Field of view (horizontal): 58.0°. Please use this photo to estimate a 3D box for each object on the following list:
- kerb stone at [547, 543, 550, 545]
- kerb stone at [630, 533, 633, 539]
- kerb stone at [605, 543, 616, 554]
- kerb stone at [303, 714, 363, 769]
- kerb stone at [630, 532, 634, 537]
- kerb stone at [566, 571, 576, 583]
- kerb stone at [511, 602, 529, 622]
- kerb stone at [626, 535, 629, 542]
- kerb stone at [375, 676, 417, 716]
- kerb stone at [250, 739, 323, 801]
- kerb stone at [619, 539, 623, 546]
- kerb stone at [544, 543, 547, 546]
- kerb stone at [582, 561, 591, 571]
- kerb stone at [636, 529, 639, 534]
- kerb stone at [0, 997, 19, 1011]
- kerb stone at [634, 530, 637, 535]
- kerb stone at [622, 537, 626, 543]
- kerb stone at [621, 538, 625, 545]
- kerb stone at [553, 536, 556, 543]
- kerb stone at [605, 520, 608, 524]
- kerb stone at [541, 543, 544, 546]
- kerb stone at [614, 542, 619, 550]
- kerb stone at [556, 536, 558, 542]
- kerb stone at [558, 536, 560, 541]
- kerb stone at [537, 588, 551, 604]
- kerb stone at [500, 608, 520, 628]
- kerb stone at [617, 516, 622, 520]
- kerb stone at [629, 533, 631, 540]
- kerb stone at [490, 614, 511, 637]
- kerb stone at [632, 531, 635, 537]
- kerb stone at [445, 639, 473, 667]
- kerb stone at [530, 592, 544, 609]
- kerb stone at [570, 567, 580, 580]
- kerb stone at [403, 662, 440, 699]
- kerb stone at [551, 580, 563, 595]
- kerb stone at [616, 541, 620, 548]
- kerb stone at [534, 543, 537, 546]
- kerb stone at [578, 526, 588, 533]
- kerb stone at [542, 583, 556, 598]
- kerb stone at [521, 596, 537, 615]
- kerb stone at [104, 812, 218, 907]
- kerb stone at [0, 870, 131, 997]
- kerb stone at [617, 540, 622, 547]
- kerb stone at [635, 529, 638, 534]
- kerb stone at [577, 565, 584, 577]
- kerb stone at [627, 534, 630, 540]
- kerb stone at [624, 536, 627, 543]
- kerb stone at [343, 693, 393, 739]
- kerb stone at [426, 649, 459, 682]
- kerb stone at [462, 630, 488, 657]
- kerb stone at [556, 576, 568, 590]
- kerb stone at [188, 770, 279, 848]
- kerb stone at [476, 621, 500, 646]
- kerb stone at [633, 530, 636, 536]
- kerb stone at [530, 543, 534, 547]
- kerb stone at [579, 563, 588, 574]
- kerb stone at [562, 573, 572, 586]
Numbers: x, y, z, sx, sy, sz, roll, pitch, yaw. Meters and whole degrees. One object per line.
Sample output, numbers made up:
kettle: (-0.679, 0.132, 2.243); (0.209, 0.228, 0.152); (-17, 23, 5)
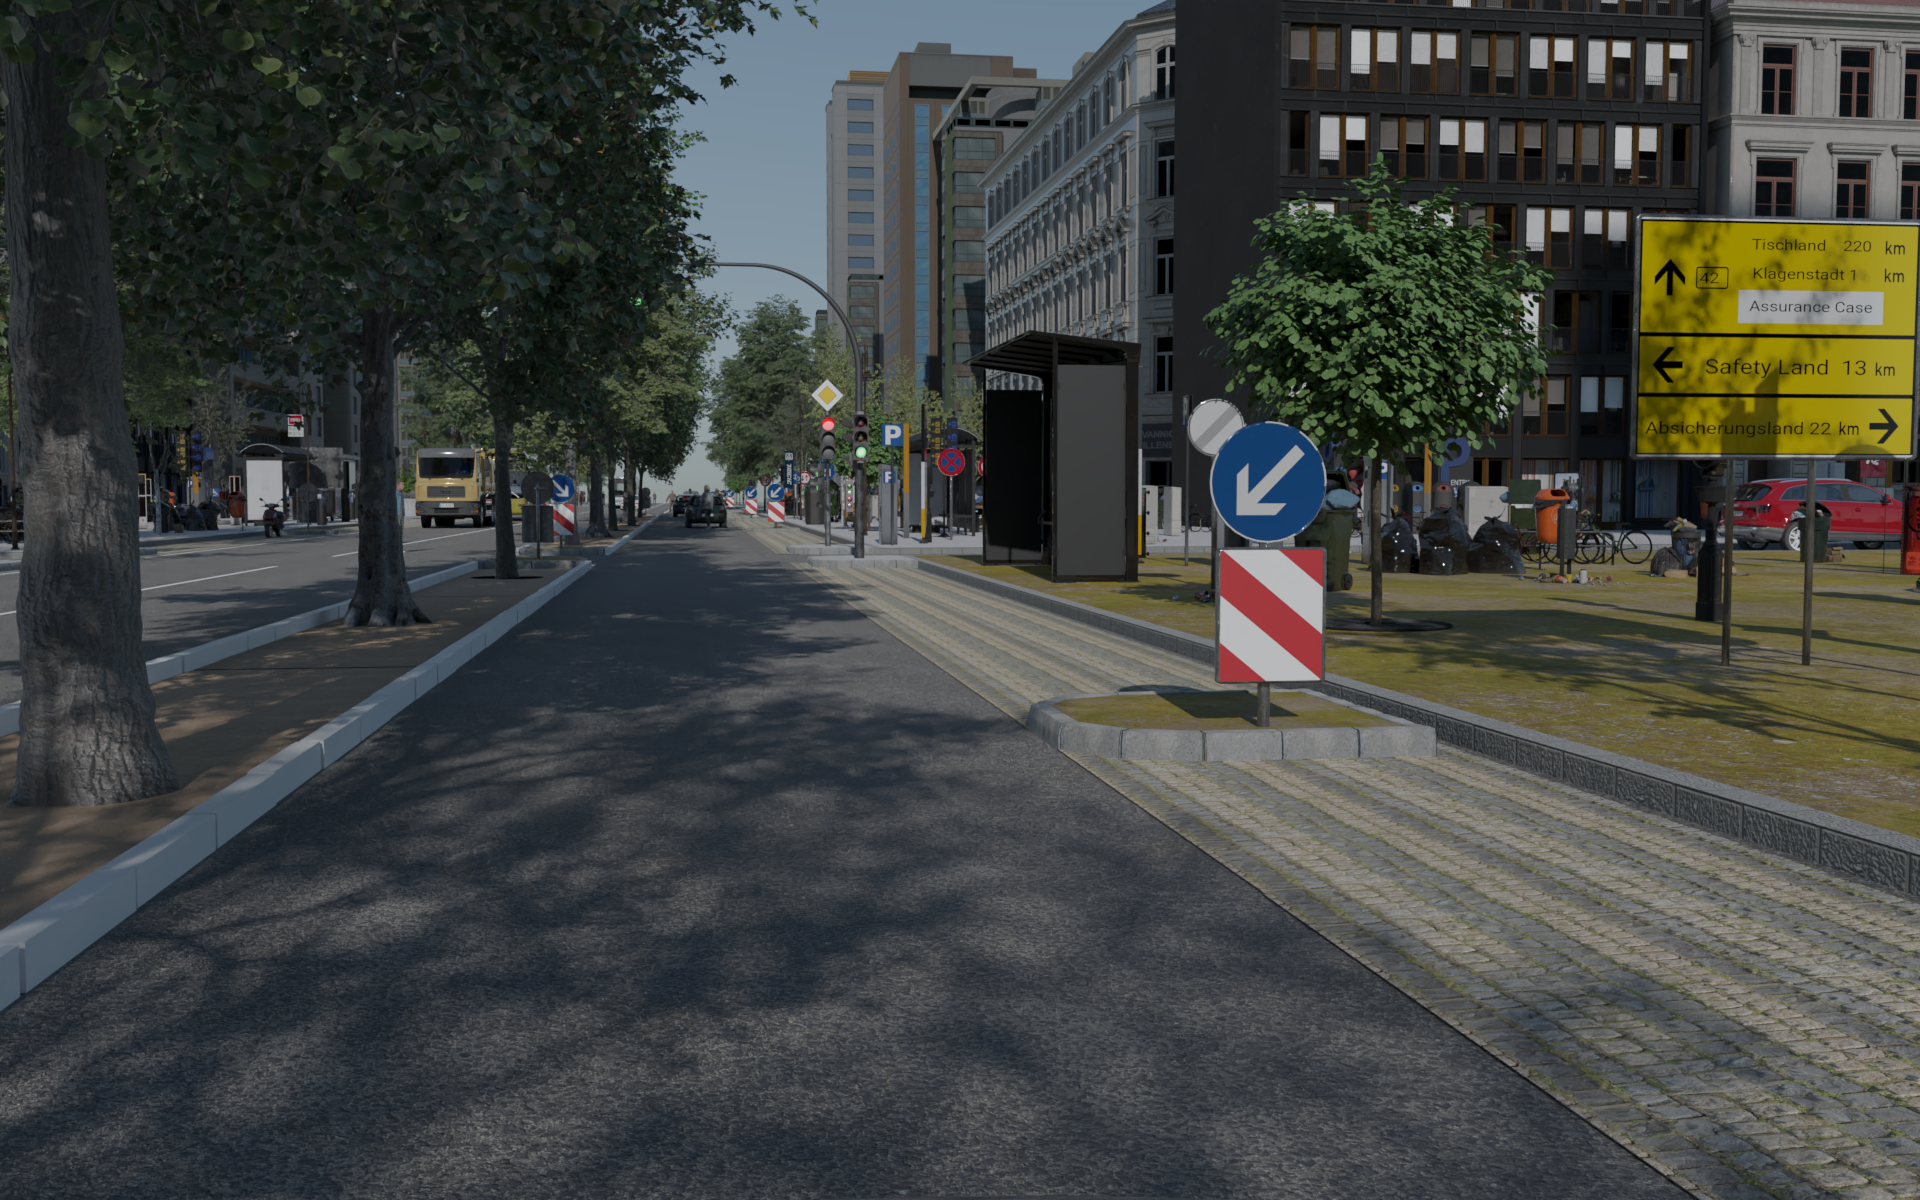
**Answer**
kerb stone: (-11.583, -1.588, 48.189); (0.120, 0.150, 1.000); (-1, 4, -9)
kerb stone: (-10.296, -1.920, 53.659); (0.120, 0.150, 1.000); (-1, 4, -9)
kerb stone: (-8.581, -1.243, 42.525); (0.120, 0.150, 1.000); (-1, 4, -9)
kerb stone: (-3.449, 0.776, 9.507); (0.120, 0.150, 1.000); (-1, 4, -9)
kerb stone: (-10.460, -1.983, 54.671); (0.120, 0.150, 1.000); (-1, 4, -9)
kerb stone: (-6.287, -0.332, 27.756); (0.120, 0.150, 1.000); (-1, 4, -9)
kerb stone: (-5.028, 0.159, 19.662); (0.120, 0.150, 1.000); (-1, 4, -9)
kerb stone: (-9.825, -1.737, 50.617); (0.120, 0.150, 1.000); (-1, 4, -9)
kerb stone: (-3.772, 0.654, 11.533); (0.120, 0.150, 1.000); (-1, 4, -9)
kerb stone: (-3.303, 0.838, 8.490); (0.120, 0.150, 1.000); (-1, 4, -9)
kerb stone: (-9.207, -1.491, 46.567); (0.120, 0.150, 1.000); (-1, 4, -9)
kerb stone: (-11.423, -1.528, 47.180); (0.120, 0.150, 1.000); (-1, 4, -9)
kerb stone: (-6.917, -0.584, 31.807); (0.120, 0.150, 1.000); (-1, 4, -9)
kerb stone: (-11.237, -2.295, 59.721); (0.120, 0.150, 1.000); (-1, 4, -9)
kerb stone: (-2.663, 1.088, 4.432); (0.120, 0.150, 1.000); (-1, 4, -9)
kerb stone: (-10.933, -2.172, 57.700); (0.120, 0.150, 1.000); (-1, 4, -9)
kerb stone: (-9.517, -1.615, 48.593); (0.120, 0.150, 1.000); (-1, 4, -9)
kerb stone: (-9.359, -1.552, 47.578); (0.120, 0.150, 1.000); (-1, 4, -9)
kerb stone: (-11.890, -1.709, 50.213); (0.120, 0.150, 1.000); (-1, 4, -9)
kerb stone: (-17.560, -3.945, 86.699); (0.120, 0.150, 1.000); (-1, 4, -9)
kerb stone: (-11.267, -1.466, 46.168); (0.120, 0.150, 1.000); (-1, 4, -9)
kerb stone: (-8.727, -1.305, 43.537); (0.120, 0.150, 1.000); (-1, 4, -9)
kerb stone: (-12.053, -1.776, 51.233); (0.120, 0.150, 1.000); (-1, 4, -9)
kerb stone: (-12.210, -1.833, 52.246); (0.120, 0.150, 1.000); (-1, 4, -9)
kerb stone: (-5.500, -0.024, 22.699); (0.120, 0.150, 1.000); (-1, 4, -9)
kerb stone: (-4.881, 0.217, 18.647); (0.120, 0.150, 1.000); (-1, 4, -9)
kerb stone: (-19.758, -4.812, 100.889); (0.120, 0.150, 1.000); (-1, 4, -9)
kerb stone: (-10.145, -1.861, 52.647); (0.120, 0.150, 1.000); (-1, 4, -9)
kerb stone: (-4.713, 0.279, 17.635); (0.120, 0.150, 1.000); (-1, 4, -9)
kerb stone: (-10.614, -2.048, 55.681); (0.120, 0.150, 1.000); (-1, 4, -9)
kerb stone: (-4.244, 0.466, 14.581); (0.120, 0.150, 1.000); (-1, 4, -9)
kerb stone: (-5.339, 0.031, 21.687); (0.120, 0.150, 1.000); (-1, 4, -9)
kerb stone: (-6.444, -0.402, 28.766); (0.120, 0.150, 1.000); (-1, 4, -9)
kerb stone: (-3.925, 0.590, 12.551); (0.120, 0.150, 1.000); (-1, 4, -9)
kerb stone: (-5.806, -0.155, 24.725); (0.120, 0.150, 1.000); (-1, 4, -9)
kerb stone: (-8.889, -1.367, 44.546); (0.120, 0.150, 1.000); (-1, 4, -9)
kerb stone: (-10.947, -1.340, 44.147); (0.120, 0.150, 1.000); (-1, 4, -9)
kerb stone: (-14.257, -2.644, 65.430); (0.120, 0.150, 1.000); (-1, 4, -9)
kerb stone: (-5.662, -0.093, 23.713); (0.120, 0.150, 1.000); (-1, 4, -9)
kerb stone: (-5.181, 0.093, 20.675); (0.120, 0.150, 1.000); (-1, 4, -9)
kerb stone: (-2.980, 0.968, 6.470); (0.120, 0.150, 1.000); (-1, 4, -9)
kerb stone: (-2.818, 1.027, 5.455); (0.120, 0.150, 1.000); (-1, 4, -9)
kerb stone: (-9.041, -1.428, 45.557); (0.120, 0.150, 1.000); (-1, 4, -9)
kerb stone: (-11.085, -2.233, 58.711); (0.120, 0.150, 1.000); (-1, 4, -9)
kerb stone: (-6.596, -0.464, 29.784); (0.120, 0.150, 1.000); (-1, 4, -9)
kerb stone: (-9.991, -1.801, 51.635); (0.120, 0.150, 1.000); (-1, 4, -9)
kerb stone: (-9.680, -1.673, 49.602); (0.120, 0.150, 1.000); (-1, 4, -9)
kerb stone: (-3.608, 0.716, 10.524); (0.120, 0.150, 1.000); (-1, 4, -9)
kerb stone: (-4.076, 0.528, 13.567); (0.120, 0.150, 1.000); (-1, 4, -9)
kerb stone: (-4.400, 0.406, 15.601); (0.120, 0.150, 1.000); (-1, 4, -9)
kerb stone: (-5.968, -0.217, 25.736); (0.120, 0.150, 1.000); (-1, 4, -9)
kerb stone: (-3.136, 0.903, 7.481); (0.120, 0.150, 1.000); (-1, 4, -9)
kerb stone: (-4.552, 0.341, 16.621); (0.120, 0.150, 1.000); (-1, 4, -9)
kerb stone: (-10.771, -2.110, 56.691); (0.120, 0.150, 1.000); (-1, 4, -9)
kerb stone: (-10.790, -1.281, 43.132); (0.120, 0.150, 1.000); (-1, 4, -9)
kerb stone: (-6.749, -0.526, 30.799); (0.120, 0.150, 1.000); (-1, 4, -9)
kerb stone: (-6.126, -0.278, 26.746); (0.120, 0.150, 1.000); (-1, 4, -9)
